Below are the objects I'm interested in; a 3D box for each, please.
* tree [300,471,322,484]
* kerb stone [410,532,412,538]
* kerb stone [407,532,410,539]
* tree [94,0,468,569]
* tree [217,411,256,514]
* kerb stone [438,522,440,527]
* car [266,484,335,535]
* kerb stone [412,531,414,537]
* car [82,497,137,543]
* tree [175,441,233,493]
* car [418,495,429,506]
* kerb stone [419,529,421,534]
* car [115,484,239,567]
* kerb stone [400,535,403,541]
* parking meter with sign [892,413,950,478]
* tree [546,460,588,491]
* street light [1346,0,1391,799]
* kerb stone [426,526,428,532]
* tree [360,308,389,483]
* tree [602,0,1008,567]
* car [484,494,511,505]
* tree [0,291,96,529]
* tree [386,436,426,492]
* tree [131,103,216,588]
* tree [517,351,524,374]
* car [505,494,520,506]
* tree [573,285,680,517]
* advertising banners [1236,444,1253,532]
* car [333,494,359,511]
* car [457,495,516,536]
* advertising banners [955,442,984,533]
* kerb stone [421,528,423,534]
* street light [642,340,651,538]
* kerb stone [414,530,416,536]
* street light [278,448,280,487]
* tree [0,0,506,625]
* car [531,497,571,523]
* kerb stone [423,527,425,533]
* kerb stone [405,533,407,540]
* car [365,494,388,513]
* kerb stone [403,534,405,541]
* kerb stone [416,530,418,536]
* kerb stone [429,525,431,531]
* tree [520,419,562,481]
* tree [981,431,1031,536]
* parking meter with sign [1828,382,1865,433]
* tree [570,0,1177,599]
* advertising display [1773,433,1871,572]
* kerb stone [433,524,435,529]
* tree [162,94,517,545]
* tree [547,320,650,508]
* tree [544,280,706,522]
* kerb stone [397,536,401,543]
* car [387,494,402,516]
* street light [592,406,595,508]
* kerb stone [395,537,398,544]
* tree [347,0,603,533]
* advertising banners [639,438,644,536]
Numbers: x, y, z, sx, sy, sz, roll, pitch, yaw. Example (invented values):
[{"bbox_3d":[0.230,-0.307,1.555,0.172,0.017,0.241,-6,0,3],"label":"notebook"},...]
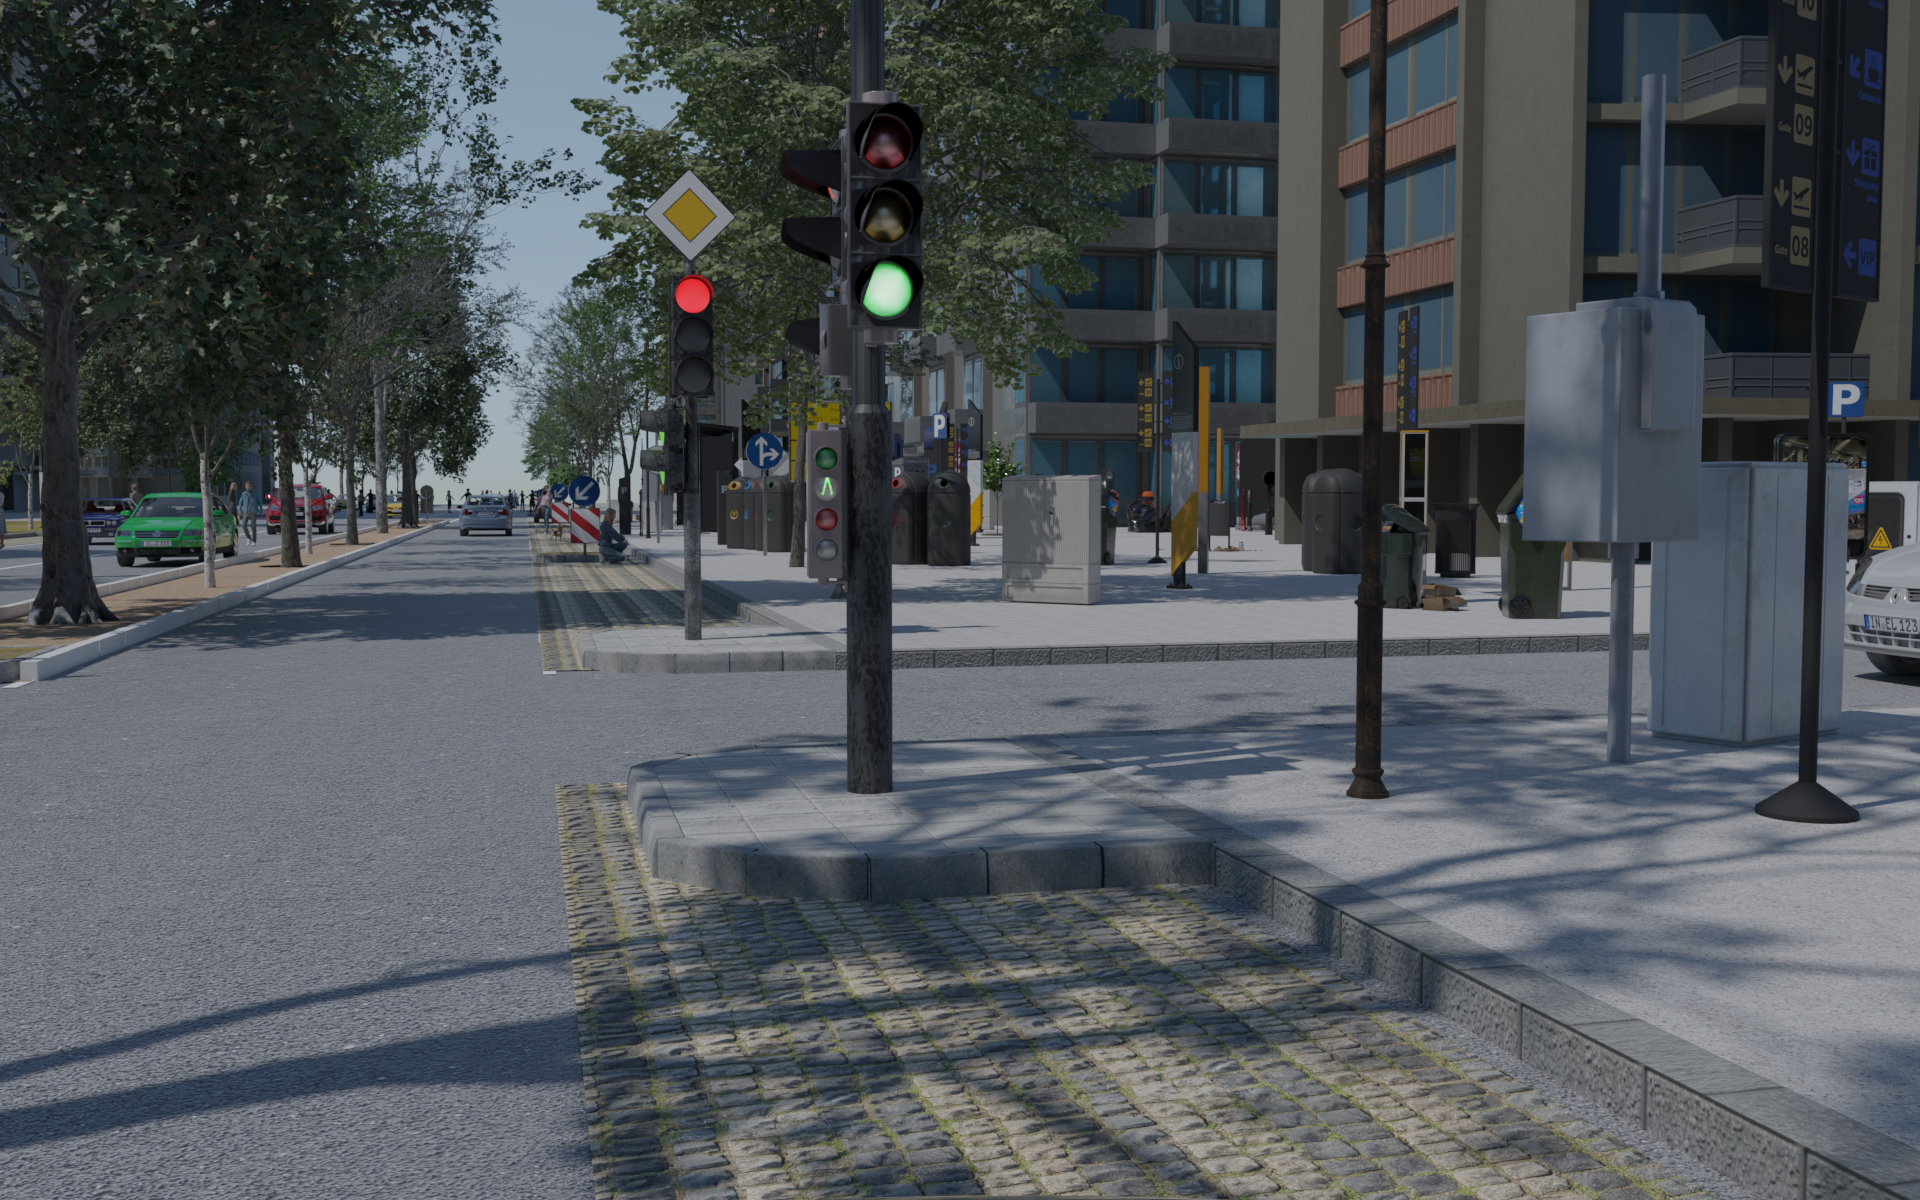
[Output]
[{"bbox_3d":[-53.719,-9.121,143.723,1.663,3.219,1.824,0,3,0],"label":"tree"},{"bbox_3d":[-17.730,-2.034,55.458,0.120,0.150,1.000,-1,4,-14],"label":"kerb stone"},{"bbox_3d":[-17.484,-1.974,54.466,0.120,0.150,1.000,-1,4,-14],"label":"kerb stone"},{"bbox_3d":[-13.147,-6.436,33.434,9.928,11.665,9.643,0,3,0],"label":"tree"},{"bbox_3d":[-47.148,-9.890,112.066,4.737,8.622,4.395,0,3,0],"label":"tree"},{"bbox_3d":[-22.239,-3.130,73.377,0.120,0.150,1.000,-1,4,-14],"label":"kerb stone"},{"bbox_3d":[-23.931,-3.319,62.941,2.281,1.827,5.304,-1,4,-16],"label":"car"},{"bbox_3d":[-17.985,-2.094,56.451,0.120,0.150,1.000,-1,4,-14],"label":"kerb stone"},{"bbox_3d":[-24.701,-2.286,49.955,1.945,1.354,3.894,-1,4,-16],"label":"car"},{"bbox_3d":[-41.876,-6.872,96.070,4.285,4.588,4.351,0,3,0],"label":"tree"},{"bbox_3d":[-58.789,-10.830,189.432,2.083,1.381,4.827,-1,4,-13],"label":"car"},{"bbox_3d":[-18.982,-2.338,60.429,0.120,0.150,1.000,-1,4,-14],"label":"kerb stone"},{"bbox_3d":[-16.122,-1.649,35.761,1.959,1.807,4.718,-1,4,-14],"label":"car"},{"bbox_3d":[-16.736,-1.792,51.488,0.120,0.150,1.000,-1,4,-14],"label":"kerb stone"},{"bbox_3d":[-1.077,-2.486,36.900,1.738,3.016,0.543,-3,4,-36],"label":"parking meter with sign"},{"bbox_3d":[-42.176,-12.224,183.581,4.285,4.588,4.351,0,3,0],"label":"tree"},{"bbox_3d":[1.733,-2.104,7.182,0.468,5.910,1.993,-1,4,-14],"label":"street light"},{"bbox_3d":[-19.989,-2.580,64.423,0.120,0.150,1.000,-1,4,-14],"label":"kerb stone"},{"bbox_3d":[-15.315,-5.360,40.461,4.360,8.622,3.978,0,3,0],"label":"tree"},{"bbox_3d":[-2.546,-5.861,30.248,7.601,10.594,8.767,-2,4,-25],"label":"tree"},{"bbox_3d":[-29.045,-5.876,107.876,2.131,1.459,4.920,-1,4,-16],"label":"car"},{"bbox_3d":[-33.814,-6.888,62.979,4.737,8.622,4.395,0,3,0],"label":"tree"},{"bbox_3d":[-76.927,-18.539,237.524,7.601,10.594,8.767,-2,4,-32],"label":"tree"},{"bbox_3d":[-11.334,-4.467,25.861,4.360,8.622,3.978,0,3,0],"label":"tree"},{"bbox_3d":[-23.241,-9.359,72.486,9.611,12.733,9.660,0,3,0],"label":"tree"},{"bbox_3d":[-54.024,-12.024,208.381,2.131,1.459,4.920,-1,4,-16],"label":"car"},{"bbox_3d":[-21.251,-11.518,98.683,12.009,13.543,11.850,0,3,0],"label":"tree"},{"bbox_3d":[9.805,-3.890,59.792,0.090,3.025,2.074,0,4,-6],"label":"advertising banners"},{"bbox_3d":[-52.360,-8.418,147.864,2.015,1.641,3.980,-1,4,-13],"label":"car"},{"bbox_3d":[-16.432,-2.941,60.085,2.014,1.417,4.499,-1,4,-14],"label":"car"},{"bbox_3d":[0.274,-3.775,57.914,0.090,3.025,2.074,-2,4,-27],"label":"advertising banners"},{"bbox_3d":[-19.237,-2.400,61.442,0.120,0.150,1.000,-1,4,-14],"label":"kerb stone"},{"bbox_3d":[-9.030,-4.723,50.006,0.468,5.910,1.993,-1,4,-14],"label":"street light"},{"bbox_3d":[-18.233,-2.156,57.443,0.120,0.150,1.000,-1,4,-14],"label":"kerb stone"},{"bbox_3d":[-48.343,-9.186,122.981,0.468,5.910,1.993,-1,4,-14],"label":"street light"},{"bbox_3d":[-9.911,-6.076,18.801,9.611,12.733,9.660,0,3,0],"label":"tree"},{"bbox_3d":[-20.336,-4.503,86.207,1.945,1.354,3.894,-1,4,-13],"label":"car"},{"bbox_3d":[-19.483,-2.461,62.439,0.120,0.150,1.000,-1,4,-14],"label":"kerb stone"},{"bbox_3d":[-17.240,-1.911,53.474,0.120,0.150,1.000,-1,4,-14],"label":"kerb stone"},{"bbox_3d":[-45.017,-7.498,134.392,2.131,1.459,4.920,-1,4,-14],"label":"car"},{"bbox_3d":[-16.986,-1.852,52.479,0.120,0.150,1.000,-1,4,-14],"label":"kerb stone"},{"bbox_3d":[-18.484,-2.216,58.444,0.120,0.150,1.000,-1,4,-14],"label":"kerb stone"},{"bbox_3d":[-20.486,-2.705,66.421,0.120,0.150,1.000,-1,4,-14],"label":"kerb stone"},{"bbox_3d":[-55.429,-19.298,233.652,7.486,12.596,7.792,0,3,0],"label":"tree"},{"bbox_3d":[1.075,-3.614,53.695,1.663,3.219,1.824,0,3,0],"label":"tree"},{"bbox_3d":[13.943,-1.929,27.807,0.543,3.016,1.738,1,4,13],"label":"parking meter with sign"},{"bbox_3d":[-0.971,-6.303,21.183,7.486,12.596,7.792,0,3,0],"label":"tree"},{"bbox_3d":[9.123,-0.805,18.378,0.974,1.923,0.123,0,4,0],"label":"advertising display"},{"bbox_3d":[-21.235,-2.887,69.398,0.120,0.150,1.000,-1,4,-14],"label":"kerb stone"},{"bbox_3d":[-17.139,-8.291,48.380,12.009,13.543,11.850,0,3,0],"label":"tree"},{"bbox_3d":[-14.983,-7.472,72.522,4.360,8.622,3.978,0,3,0],"label":"tree"},{"bbox_3d":[-15.236,-9.410,79.612,9.928,11.665,9.643,0,3,0],"label":"tree"},{"bbox_3d":[-16.481,-1.727,50.497,0.120,0.150,1.000,-1,4,-14],"label":"kerb stone"},{"bbox_3d":[-32.962,-5.587,101.563,2.015,1.641,3.980,-1,4,-15],"label":"car"},{"bbox_3d":[-18.565,-7.035,87.807,0.468,5.910,1.993,-1,4,-14],"label":"street light"},{"bbox_3d":[-16.235,-1.670,49.505,0.120,0.150,1.000,-1,4,-14],"label":"kerb stone"},{"bbox_3d":[-19.527,-12.429,61.566,12.611,20.169,13.585,0,3,0],"label":"tree"},{"bbox_3d":[-9.815,-3.497,53.370,0.090,3.025,2.074,0,4,-8],"label":"advertising banners"}]
